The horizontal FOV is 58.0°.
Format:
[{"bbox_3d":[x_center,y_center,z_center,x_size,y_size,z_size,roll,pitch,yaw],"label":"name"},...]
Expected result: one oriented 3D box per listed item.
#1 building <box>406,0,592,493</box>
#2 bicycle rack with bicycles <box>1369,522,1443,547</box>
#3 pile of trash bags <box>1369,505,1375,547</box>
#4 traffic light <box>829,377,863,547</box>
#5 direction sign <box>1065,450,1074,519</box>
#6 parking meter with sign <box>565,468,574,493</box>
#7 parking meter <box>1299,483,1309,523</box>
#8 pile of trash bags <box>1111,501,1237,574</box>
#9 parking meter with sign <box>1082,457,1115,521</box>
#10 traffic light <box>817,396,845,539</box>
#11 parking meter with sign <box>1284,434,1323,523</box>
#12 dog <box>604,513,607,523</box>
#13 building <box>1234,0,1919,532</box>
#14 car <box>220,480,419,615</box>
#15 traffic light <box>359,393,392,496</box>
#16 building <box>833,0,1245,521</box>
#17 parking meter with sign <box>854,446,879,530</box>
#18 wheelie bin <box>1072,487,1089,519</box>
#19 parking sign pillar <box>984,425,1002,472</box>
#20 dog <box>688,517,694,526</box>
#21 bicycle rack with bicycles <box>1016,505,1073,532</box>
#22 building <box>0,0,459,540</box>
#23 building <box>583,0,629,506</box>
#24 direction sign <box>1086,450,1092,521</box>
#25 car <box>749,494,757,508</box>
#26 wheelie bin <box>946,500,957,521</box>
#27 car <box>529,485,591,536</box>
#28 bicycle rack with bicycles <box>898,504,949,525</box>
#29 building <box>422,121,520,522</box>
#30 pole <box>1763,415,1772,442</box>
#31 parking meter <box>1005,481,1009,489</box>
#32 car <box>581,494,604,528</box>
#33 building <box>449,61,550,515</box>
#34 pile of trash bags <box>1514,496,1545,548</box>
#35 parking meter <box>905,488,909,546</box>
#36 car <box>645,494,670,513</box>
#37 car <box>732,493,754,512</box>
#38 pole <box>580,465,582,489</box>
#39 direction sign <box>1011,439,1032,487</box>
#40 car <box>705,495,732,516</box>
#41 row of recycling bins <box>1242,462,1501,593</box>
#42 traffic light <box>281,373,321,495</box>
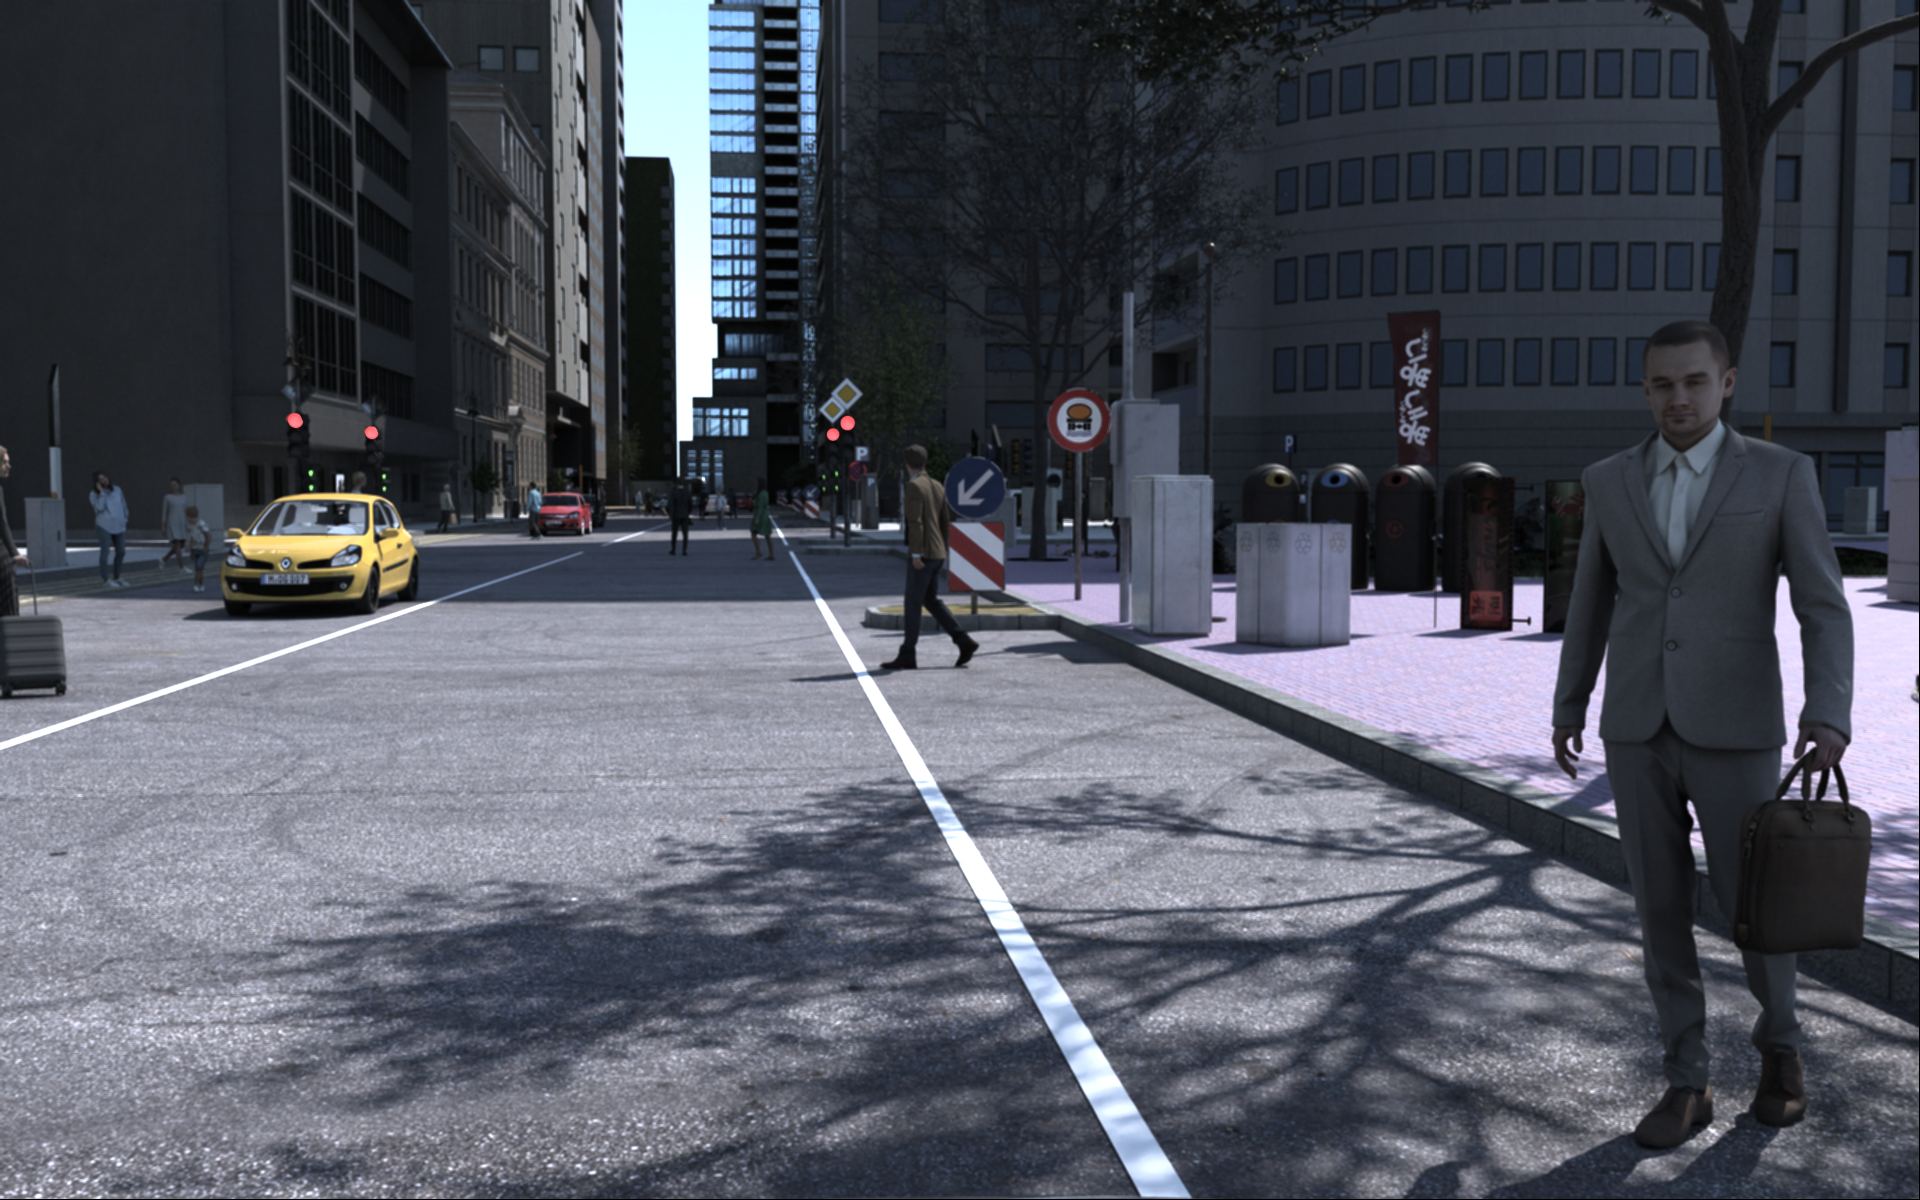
[{"bbox_3d":[-43.612,-33.306,133.799,28.713,52.752,27.495,0,4,-7],"label":"building"},{"bbox_3d":[8.527,-1.119,31.675,2.925,0.926,2.852,0,4,-1],"label":"bicycle rack with bicycles"},{"bbox_3d":[8.944,-1.778,38.823,1.912,1.369,3.447,-1,4,-11],"label":"pile of trash bags"},{"bbox_3d":[-2.745,-3.237,41.838,0.839,4.253,0.868,0,4,-7],"label":"traffic light"},{"bbox_3d":[5.792,-5.898,88.432,0.876,3.537,0.379,-1,4,-19],"label":"direction sign"},{"bbox_3d":[-25.859,-7.232,114.497,0.543,3.016,1.738,0,4,-8],"label":"parking meter with sign"},{"bbox_3d":[6.785,-1.608,34.697,0.372,1.533,0.369,0,3,0],"label":"parking meter"},{"bbox_3d":[3.442,-1.175,28.958,1.912,1.369,3.447,-1,4,-13],"label":"pile of trash bags"},{"bbox_3d":[6.453,-5.194,81.187,1.738,3.016,0.543,-1,4,-10],"label":"parking meter with sign"},{"bbox_3d":[-3.674,-3.722,49.769,0.839,4.253,0.868,0,4,-7],"label":"traffic light"},{"bbox_3d":[10.430,-3.346,50.973,1.738,3.016,0.543,-1,4,-20],"label":"parking meter with sign"},{"bbox_3d":[-17.492,-4.010,84.856,0.540,0.507,0.406,0,4,4],"label":"dog"},{"bbox_3d":[21.779,-31.929,64.036,28.212,58.520,21.231,0,4,-7],"label":"building"},{"bbox_3d":[-7.981,-0.706,21.774,2.015,1.641,3.980,0,4,-7],"label":"car"},{"bbox_3d":[-16.298,-3.630,48.279,0.839,4.253,0.868,0,4,-7],"label":"traffic light"},{"bbox_3d":[2.832,-34.412,104.632,21.231,58.520,28.212,0,4,-7],"label":"building"},{"bbox_3d":[-3.323,-4.057,62.591,0.543,3.016,1.738,-1,4,-19],"label":"parking meter with sign"},{"bbox_3d":[5.765,-4.579,82.769,0.693,1.594,0.980,-1,4,-19],"label":"wheelie bin"},{"bbox_3d":[1.294,-4.801,66.976,1.447,3.967,1.447,-1,4,-10],"label":"parking sign pillar"},{"bbox_3d":[-12.341,-3.581,78.742,0.550,0.427,0.748,1,4,20],"label":"dog"},{"bbox_3d":[2.744,-2.752,58.370,2.852,0.926,2.925,-1,4,-12],"label":"bicycle rack with bicycles"},{"bbox_3d":[-27.858,-14.865,62.111,14.314,24.678,30.058,0,4,-7],"label":"building"},{"bbox_3d":[-50.076,-39.268,184.031,28.212,58.520,21.231,0,4,-7],"label":"building"},{"bbox_3d":[6.239,-5.631,84.061,0.379,3.537,0.876,1,4,21],"label":"direction sign"},{"bbox_3d":[-19.393,-9.336,162.867,2.015,1.641,3.980,0,4,-7],"label":"car"},{"bbox_3d":[-0.497,-4.463,80.876,0.693,1.594,0.980,-2,4,-24],"label":"wheelie bin"},{"bbox_3d":[-13.913,-3.140,60.382,2.155,1.783,4.494,0,4,-7],"label":"car"},{"bbox_3d":[-1.446,-3.682,73.582,2.852,0.926,2.925,1,4,9],"label":"bicycle rack with bicycles"},{"bbox_3d":[-29.703,-15.429,88.426,11.583,22.565,21.152,0,4,-7],"label":"building"},{"bbox_3d":[20.738,-3.102,44.562,0.158,3.312,0.155,0,3,0],"label":"pole"},{"bbox_3d":[2.039,-4.482,78.992,0.399,1.863,0.255,1,4,16],"label":"parking meter"},{"bbox_3d":[-16.234,-3.927,73.994,2.009,1.686,4.222,0,4,-6],"label":"car"},{"bbox_3d":[-33.513,-19.732,108.530,13.634,28.700,20.117,0,4,-7],"label":"building"},{"bbox_3d":[13.756,-1.928,41.271,3.447,1.369,1.912,2,4,27],"label":"pile of trash bags"},{"bbox_3d":[-1.191,-2.117,43.023,0.372,1.533,0.369,0,3,0],"label":"parking meter"},{"bbox_3d":[-23.221,-7.440,133.447,2.131,1.459,4.920,0,4,-6],"label":"car"},{"bbox_3d":[-17.442,-7.891,138.056,2.155,1.783,4.494,0,4,-8],"label":"car"},{"bbox_3d":[-26.641,-7.823,121.747,0.158,3.312,0.155,0,3,0],"label":"pole"},{"bbox_3d":[2.542,-4.867,71.568,0.876,3.537,0.379,1,4,18],"label":"direction sign"},{"bbox_3d":[-15.855,-6.179,113.380,2.083,1.381,4.827,0,4,-6],"label":"car"},{"bbox_3d":[5.499,-0.988,23.262,3.534,1.692,1.069,2,4,25],"label":"row of recycling bins"},{"bbox_3d":[-15.368,-3.145,40.348,0.839,4.253,0.868,0,4,-7],"label":"traffic light"}]
